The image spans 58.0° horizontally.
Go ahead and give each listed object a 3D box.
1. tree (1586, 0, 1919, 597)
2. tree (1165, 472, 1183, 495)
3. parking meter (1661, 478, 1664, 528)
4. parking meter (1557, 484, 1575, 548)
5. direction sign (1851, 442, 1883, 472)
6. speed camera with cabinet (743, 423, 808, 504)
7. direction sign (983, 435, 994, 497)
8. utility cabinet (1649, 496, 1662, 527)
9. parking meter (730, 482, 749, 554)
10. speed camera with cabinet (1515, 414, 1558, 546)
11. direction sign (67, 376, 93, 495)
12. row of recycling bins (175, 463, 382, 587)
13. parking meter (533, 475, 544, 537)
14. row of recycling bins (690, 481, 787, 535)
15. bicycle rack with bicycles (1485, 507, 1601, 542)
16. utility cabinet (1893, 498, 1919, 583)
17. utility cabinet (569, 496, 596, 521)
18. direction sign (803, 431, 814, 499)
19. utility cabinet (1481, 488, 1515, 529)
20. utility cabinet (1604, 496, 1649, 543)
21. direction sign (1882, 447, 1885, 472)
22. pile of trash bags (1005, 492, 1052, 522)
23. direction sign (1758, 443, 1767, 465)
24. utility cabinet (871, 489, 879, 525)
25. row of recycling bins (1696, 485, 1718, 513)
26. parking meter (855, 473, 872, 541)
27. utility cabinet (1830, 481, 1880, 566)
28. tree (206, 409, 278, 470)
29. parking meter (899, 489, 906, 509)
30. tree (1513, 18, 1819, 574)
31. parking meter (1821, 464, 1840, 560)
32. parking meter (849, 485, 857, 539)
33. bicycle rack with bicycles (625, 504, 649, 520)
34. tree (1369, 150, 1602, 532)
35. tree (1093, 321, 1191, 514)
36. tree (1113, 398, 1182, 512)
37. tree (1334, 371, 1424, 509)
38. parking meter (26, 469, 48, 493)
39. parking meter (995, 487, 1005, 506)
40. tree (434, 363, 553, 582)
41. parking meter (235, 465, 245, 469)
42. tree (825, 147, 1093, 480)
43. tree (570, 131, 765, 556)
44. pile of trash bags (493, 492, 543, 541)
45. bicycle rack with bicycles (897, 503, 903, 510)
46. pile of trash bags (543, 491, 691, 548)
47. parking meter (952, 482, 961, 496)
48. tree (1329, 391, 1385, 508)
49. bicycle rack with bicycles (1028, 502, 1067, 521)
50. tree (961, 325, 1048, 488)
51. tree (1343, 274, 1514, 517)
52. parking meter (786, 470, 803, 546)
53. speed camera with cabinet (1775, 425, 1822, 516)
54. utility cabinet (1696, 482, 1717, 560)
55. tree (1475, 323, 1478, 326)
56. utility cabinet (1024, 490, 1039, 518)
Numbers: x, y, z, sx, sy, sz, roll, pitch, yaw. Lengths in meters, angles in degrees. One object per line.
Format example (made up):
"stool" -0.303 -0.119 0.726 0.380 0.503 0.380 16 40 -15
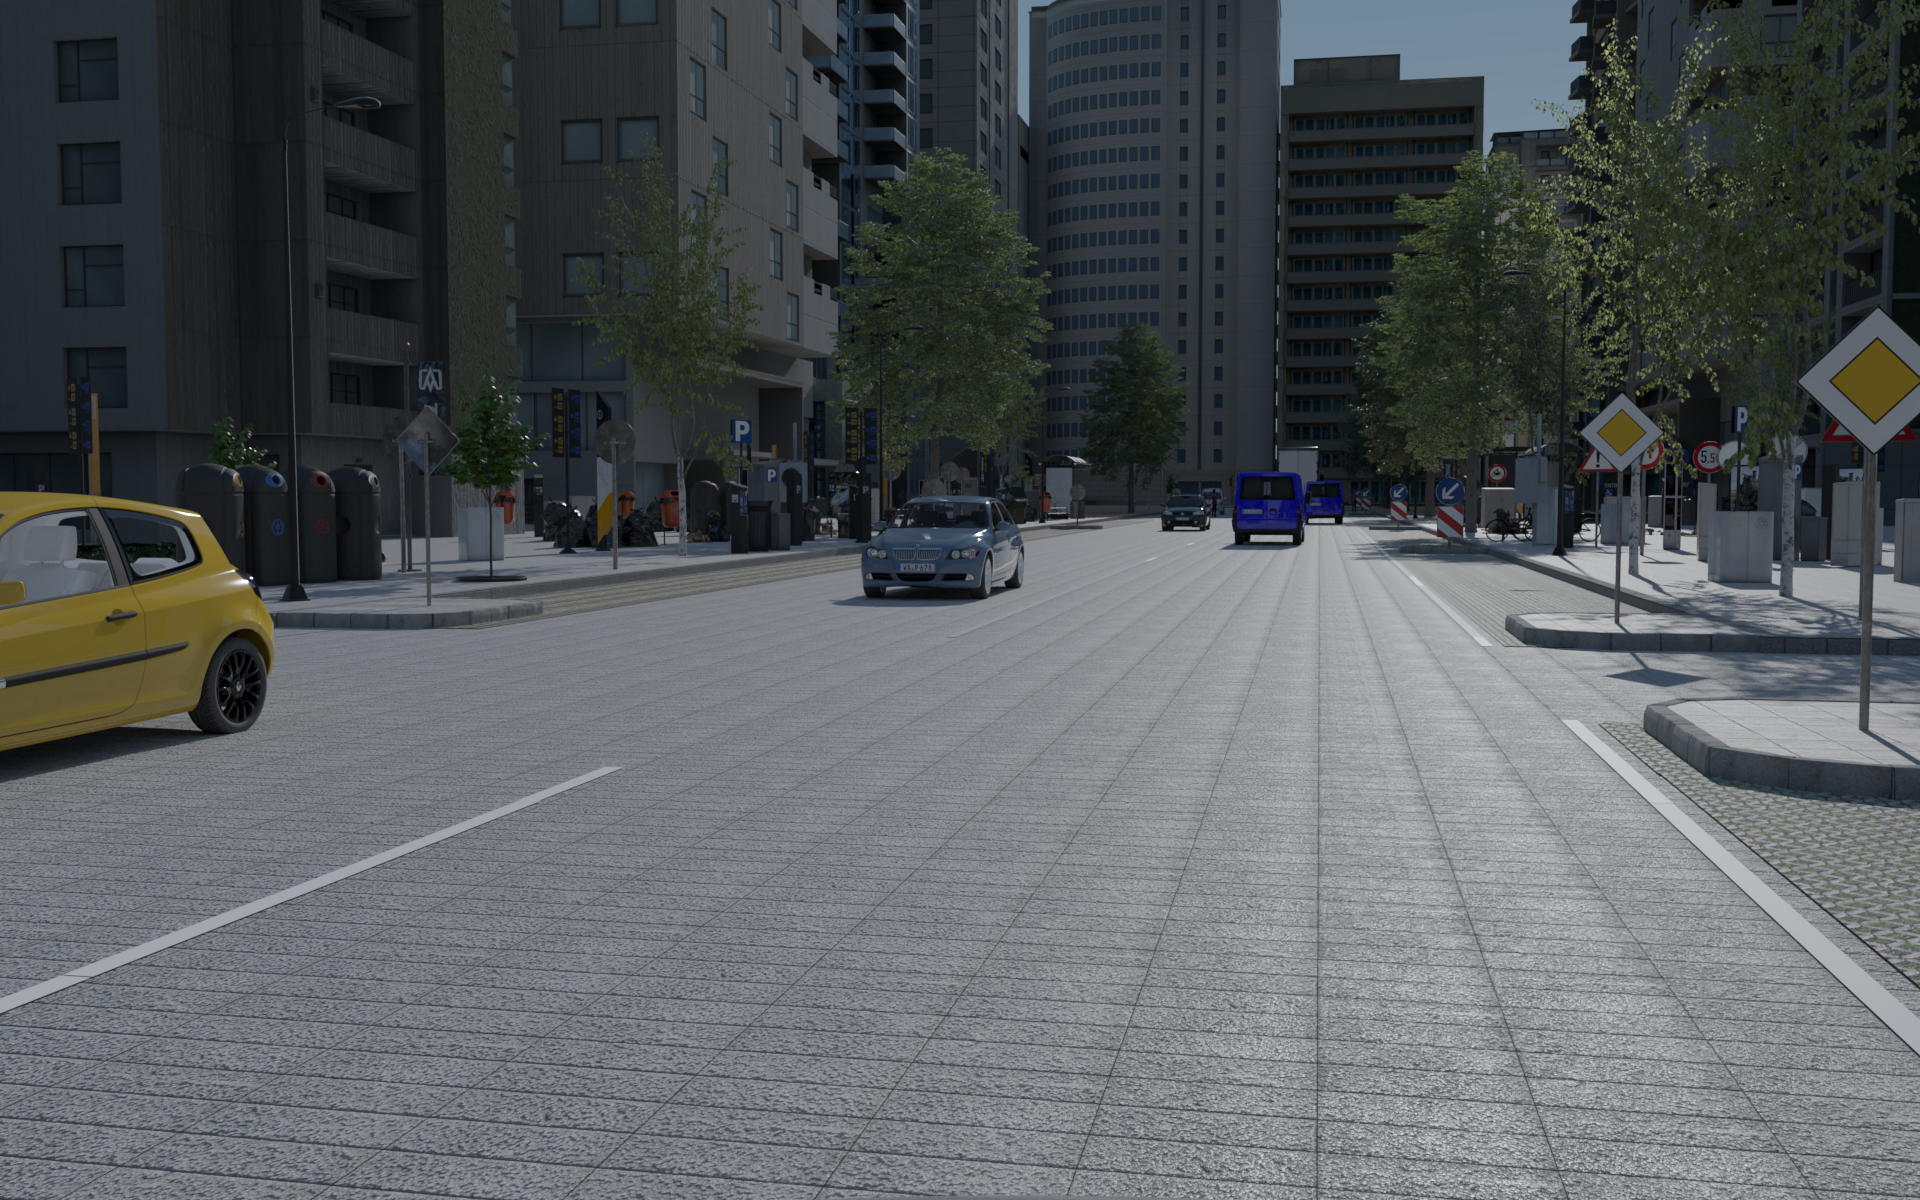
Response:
"tree" 10.150 -4.356 21.576 4.737 8.622 4.395 0 3 0
"tree" 18.151 -9.465 149.361 1.663 3.219 1.824 0 3 0
"parking meter" 26.328 -3.603 64.618 0.255 1.863 0.399 1 4 15
"parking meter" 14.379 -2.000 41.116 0.372 1.533 0.369 0 3 0
"direction sign" 22.630 -3.151 43.513 0.379 3.537 0.876 0 4 -2
"speed camera with cabinet" -5.302 -3.294 48.189 2.038 3.252 0.660 1 4 8
"direction sign" 1.098 -4.568 66.690 0.379 3.537 0.876 -2 4 -25
"utility cabinet" 27.192 -3.421 67.091 0.306 1.237 1.020 -3 4 -39
"parking meter" -4.765 -1.774 37.410 0.372 1.533 0.369 0 3 0
"speed camera with cabinet" 14.566 -2.994 43.285 0.660 3.252 2.038 3 5 42
"direction sign" -17.068 -2.547 33.643 0.876 3.537 0.379 3 4 37
"row of recycling bins" -9.675 -1.074 24.677 1.069 1.692 3.534 1 4 22
"parking meter" -12.585 -2.815 51.737 0.255 1.863 0.399 -1 4 -19
"row of recycling bins" -6.988 -2.956 55.447 3.534 1.692 1.069 -3 5 -41
"bicycle rack with bicycles" 15.799 -2.049 46.885 2.925 0.926 2.852 1 4 20
"utility cabinet" 14.154 -0.855 25.144 1.020 1.237 0.306 0 4 5
"utility cabinet" -14.174 -3.291 64.963 1.020 1.237 0.306 -3 5 -42
"direction sign" -5.462 -4.318 62.602 0.379 3.537 0.876 -2 4 -29
"utility cabinet" 19.717 -3.351 63.466 1.173 1.500 0.318 -1 4 -10
"utility cabinet" 17.647 -2.131 46.000 1.020 1.237 0.306 1 4 11
"direction sign" 32.377 -4.257 61.606 0.876 3.537 0.379 2 4 34
"pile of trash bags" 2.814 -4.353 80.930 3.447 1.369 1.912 -2 4 -32
"direction sign" 35.523 -5.168 76.488 0.876 3.537 0.379 -2 4 -26
"utility cabinet" -3.711 -3.780 70.487 0.318 1.500 1.173 -3 5 -43
"row of recycling bins" 33.637 -4.378 78.689 1.069 1.692 3.534 3 4 38
"parking meter" -2.636 -2.543 47.285 0.399 1.863 0.255 -2 4 -25
"utility cabinet" 15.826 -1.343 30.632 1.173 1.500 0.318 -3 4 -39
"tree" -16.596 -2.727 39.189 1.663 3.219 1.824 0 3 0
"parking meter" -2.965 -4.974 89.743 0.372 1.533 0.369 0 3 0
"tree" 11.014 -4.713 27.412 4.360 8.622 3.978 0 3 0
"parking meter" 17.056 -1.728 33.965 0.255 1.863 0.399 3 4 37
"parking meter" -2.986 -2.506 49.385 0.372 1.533 0.369 0 3 0
"bicycle rack with bicycles" -11.510 -3.202 65.735 2.925 0.926 2.852 -1 4 -13
"tree" 17.279 -8.512 57.300 7.486 12.596 7.792 0 3 0
"tree" 11.673 -11.964 113.731 7.486 12.596 7.792 0 3 0
"tree" 14.623 -11.119 132.165 4.737 8.622 4.395 0 3 0
"tree" 37.340 -14.265 150.242 9.611 12.733 9.660 0 3 0
"parking meter" -21.605 -2.133 40.581 0.255 1.863 0.399 1 4 15
"parking meter" 1.528 -3.483 65.366 0.372 1.533 0.369 0 3 0
"tree" -7.024 -1.904 25.740 1.663 3.219 1.824 0 3 0
"parking meter" -14.435 -1.785 34.890 0.255 1.863 0.399 -2 4 -28
"tree" -0.430 -8.505 57.184 7.486 12.596 7.792 0 3 0
"tree" -5.751 -5.196 35.320 4.737 8.622 4.395 0 3 0
"pile of trash bags" -11.198 -2.327 47.804 3.447 1.369 1.912 0 4 6
"bicycle rack with bicycles" -1.516 -3.786 75.284 2.852 0.926 2.925 1 4 23
"pile of trash bags" -8.146 -1.998 42.417 1.912 1.369 3.447 3 4 38
"parking meter" -0.178 -4.860 85.178 0.399 1.863 0.255 3 5 41
"tree" 39.867 -15.415 162.397 12.009 13.543 11.850 0 3 0
"bicycle rack with bicycles" 3.769 -4.312 83.887 2.852 0.926 2.925 3 4 36
"tree" 1.754 -7.448 72.137 4.737 8.622 4.395 0 3 0
"tree" 26.916 -11.728 98.402 9.857 13.997 8.962 0 3 0
"parking meter" -4.105 -2.279 42.974 0.255 1.863 0.399 2 4 27
"speed camera with cabinet" 23.206 -3.286 48.062 0.660 3.252 2.038 0 4 -5
"utility cabinet" 14.447 -1.518 33.491 0.318 1.500 1.173 1 4 21
"tree" 16.701 -6.056 49.379 4.360 8.622 3.978 0 3 0
"utility cabinet" 3.689 -5.169 93.184 1.173 1.500 0.318 -1 4 -17
